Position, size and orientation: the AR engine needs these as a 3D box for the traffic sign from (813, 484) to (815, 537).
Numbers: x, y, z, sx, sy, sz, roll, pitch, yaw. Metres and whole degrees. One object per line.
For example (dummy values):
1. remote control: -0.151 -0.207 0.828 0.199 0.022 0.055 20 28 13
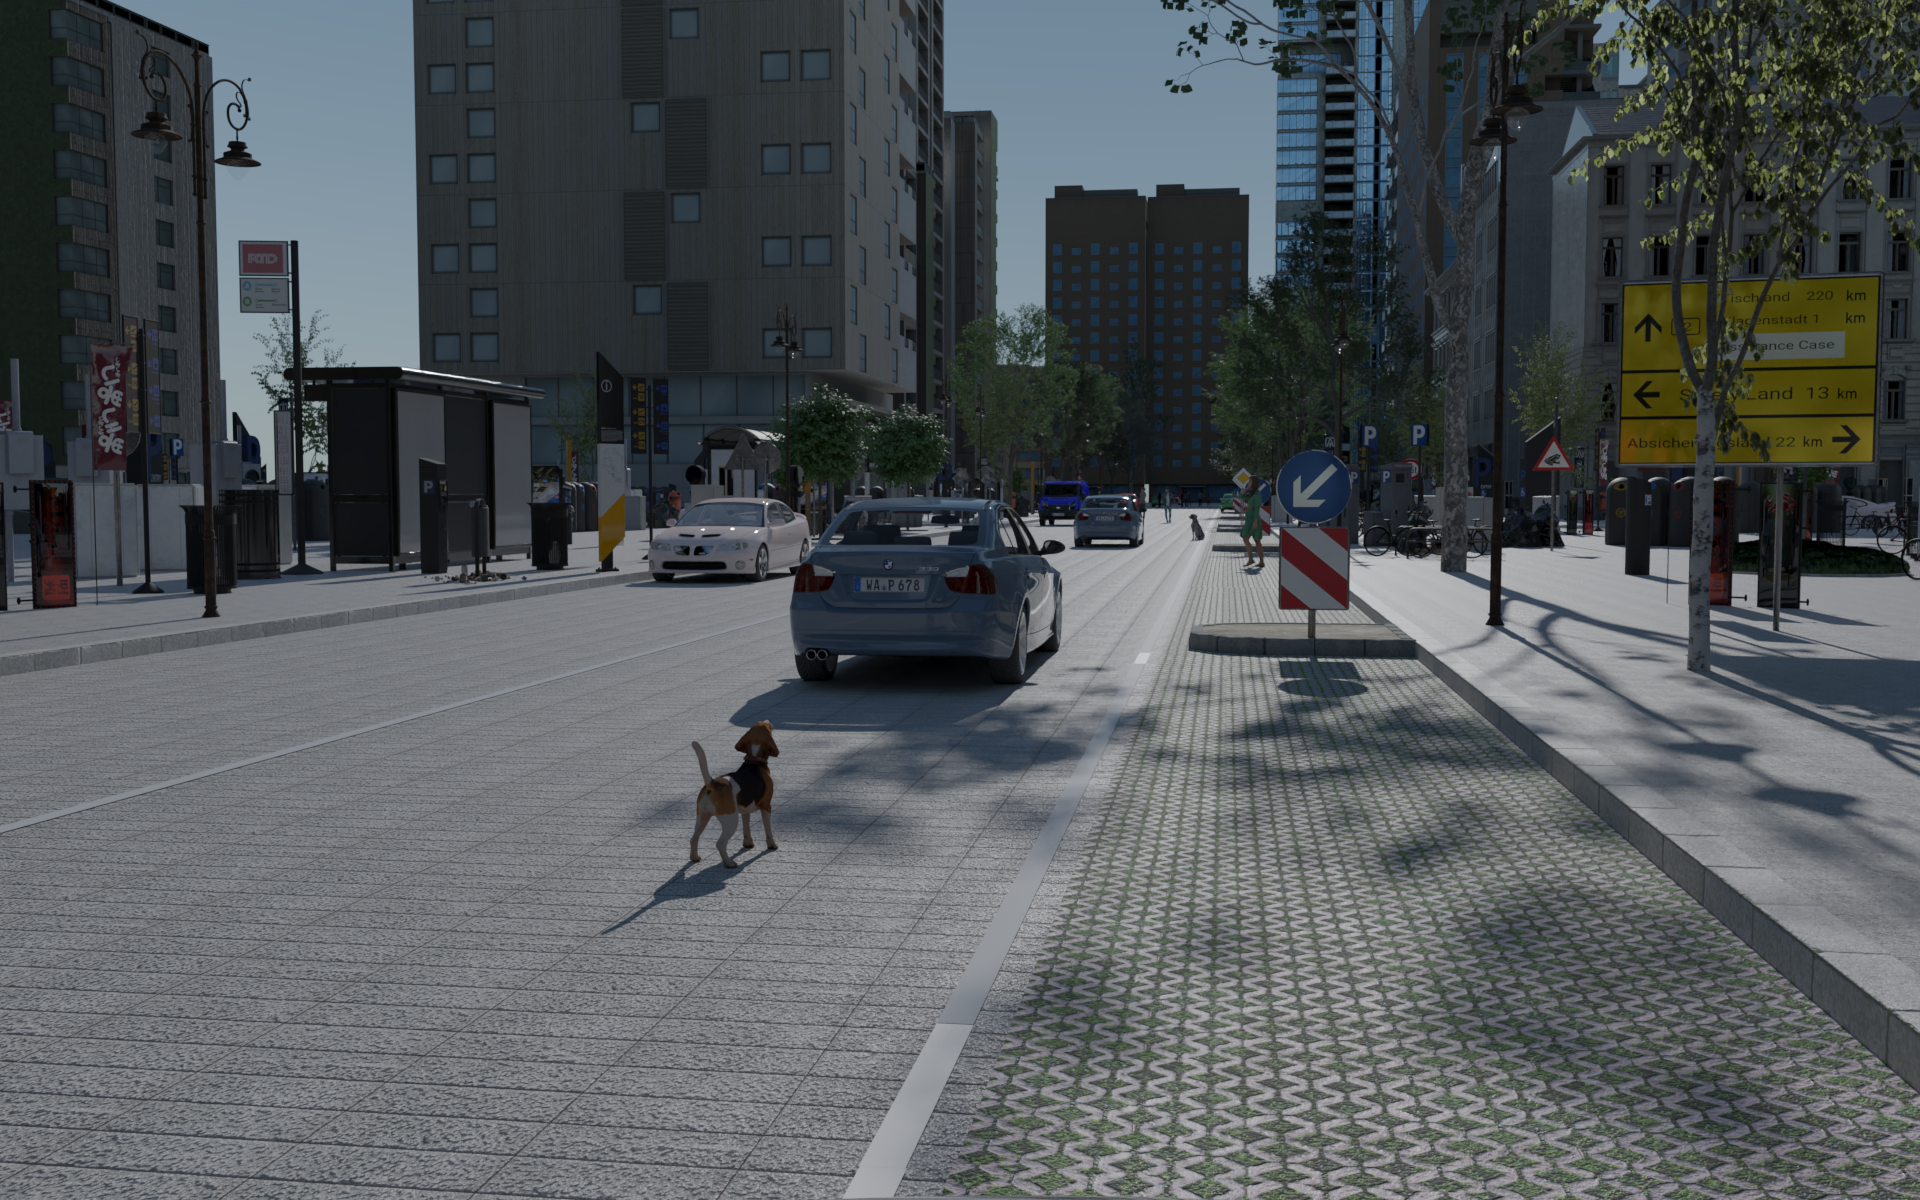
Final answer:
1. traffic sign: -4.339 -3.147 51.462 0.884 2.594 0.081 1 4 16

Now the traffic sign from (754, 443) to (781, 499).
1. traffic sign: -4.821 -2.627 43.055 0.768 2.556 0.104 1 4 18

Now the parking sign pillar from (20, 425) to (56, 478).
1. parking sign pillar: -34.234 -4.627 64.126 1.447 3.967 1.447 3 5 45

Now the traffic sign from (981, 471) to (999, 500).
1. traffic sign: 1.302 -4.366 75.033 0.795 2.450 0.064 1 4 9

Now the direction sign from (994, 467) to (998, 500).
1. direction sign: 2.970 -9.261 143.411 0.379 3.537 0.876 -1 4 -15

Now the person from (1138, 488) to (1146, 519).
1. person: 10.401 -5.522 98.969 0.473 1.802 0.592 3 5 42

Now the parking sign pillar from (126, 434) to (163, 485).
1. parking sign pillar: -19.829 -3.281 42.122 1.447 3.967 1.447 0 4 -6

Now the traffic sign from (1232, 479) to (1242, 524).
1. traffic sign: 11.919 -4.266 73.388 0.795 2.450 0.064 1 4 9

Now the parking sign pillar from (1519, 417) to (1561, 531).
1. parking sign pillar: 20.266 -4.407 60.528 1.447 3.967 1.447 -1 4 -12

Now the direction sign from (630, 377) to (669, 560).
1. direction sign: -6.060 -2.563 33.902 0.379 3.537 0.876 3 5 45

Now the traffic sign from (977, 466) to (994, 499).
1. traffic sign: 1.152 -4.757 77.889 0.768 2.556 0.104 1 4 10

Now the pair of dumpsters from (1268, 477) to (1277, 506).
1. pair of dumpsters: 19.095 -6.180 103.540 1.574 2.255 4.437 1 4 9

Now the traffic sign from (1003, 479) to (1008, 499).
1. traffic sign: 3.143 -7.255 119.806 0.795 2.450 0.064 1 4 18

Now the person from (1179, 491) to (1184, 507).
1. person: 24.344 -11.077 190.437 0.721 1.723 1.217 -1 4 -17

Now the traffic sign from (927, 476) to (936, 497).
1. traffic sign: -1.543 -5.140 84.138 0.768 2.556 0.104 1 4 13

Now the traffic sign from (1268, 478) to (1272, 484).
1. traffic sign: 24.061 -8.195 133.995 0.884 2.594 0.081 1 4 12

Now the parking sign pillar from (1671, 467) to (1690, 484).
1. parking sign pillar: 47.663 -7.808 116.129 1.447 3.967 1.447 -2 4 -30

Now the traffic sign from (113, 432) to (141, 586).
1. traffic sign: -11.725 -1.467 24.093 0.768 2.556 0.104 1 4 14

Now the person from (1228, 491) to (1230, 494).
1. person: 30.674 -11.560 197.520 1.348 1.823 0.705 2 4 28

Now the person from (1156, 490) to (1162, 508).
1. person: 20.701 -10.487 179.992 0.705 1.821 1.348 -1 4 -16

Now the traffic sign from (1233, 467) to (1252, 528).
1. traffic sign: 10.706 -3.783 65.495 0.795 2.450 0.064 1 4 9

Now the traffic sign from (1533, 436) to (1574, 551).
1. traffic sign: 13.293 -2.375 38.841 0.884 2.594 0.081 1 4 14

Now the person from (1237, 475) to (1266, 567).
1. person: 5.725 -1.526 33.692 0.529 1.795 0.600 -1 4 -15

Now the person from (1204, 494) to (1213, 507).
1. person: 27.757 -11.111 193.429 1.065 1.426 0.557 0 4 -4

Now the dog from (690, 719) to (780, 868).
1. dog: -0.893 0.761 6.851 0.406 0.507 0.540 -1 4 -17

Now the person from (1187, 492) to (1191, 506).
1. person: 26.721 -11.804 202.418 0.530 1.710 0.541 -1 4 -14

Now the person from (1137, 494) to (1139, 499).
1. person: 15.614 -8.573 151.920 0.557 1.426 1.065 -1 4 -9

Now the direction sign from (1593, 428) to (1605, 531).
1. direction sign: 21.952 -4.128 59.492 0.379 3.537 0.876 0 4 0

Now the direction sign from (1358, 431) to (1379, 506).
1. direction sign: 14.638 -4.291 62.163 0.876 3.537 0.379 -2 4 -23

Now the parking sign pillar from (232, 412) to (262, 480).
1. parking sign pillar: -23.613 -4.217 57.419 1.447 3.967 1.447 0 4 -1

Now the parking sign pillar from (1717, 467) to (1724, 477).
1. parking sign pillar: 60.983 -9.232 139.423 1.447 3.967 1.447 -2 4 -34

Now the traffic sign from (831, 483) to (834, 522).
1. traffic sign: -3.864 -3.201 52.436 0.768 2.556 0.104 1 4 12

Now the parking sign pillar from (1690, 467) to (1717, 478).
1. parking sign pillar: 54.560 -8.514 127.676 1.447 3.967 1.447 0 4 1

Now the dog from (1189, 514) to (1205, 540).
1. dog: 7.353 -2.260 53.792 0.513 0.831 0.800 1 4 8

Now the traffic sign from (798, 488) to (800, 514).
1. traffic sign: -4.826 -3.169 51.916 0.768 2.556 0.104 1 4 10

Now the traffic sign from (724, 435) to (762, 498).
1. traffic sign: -4.741 -2.313 37.816 0.884 2.594 0.081 1 4 13

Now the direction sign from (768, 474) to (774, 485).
1. direction sign: -9.538 -5.859 87.793 0.876 3.537 0.379 -2 4 -29

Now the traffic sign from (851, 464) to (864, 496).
1. traffic sign: -4.133 -4.119 67.444 0.768 2.556 0.104 1 4 14

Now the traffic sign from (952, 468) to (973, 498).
1. traffic sign: 0.089 -3.884 67.141 0.795 2.450 0.064 1 4 9

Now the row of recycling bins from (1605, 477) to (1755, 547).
1. row of recycling bins: 17.453 -2.165 42.504 1.069 1.692 3.534 -2 4 -34

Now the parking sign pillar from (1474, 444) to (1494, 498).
1. parking sign pillar: 27.950 -6.332 91.996 1.447 3.967 1.447 -2 4 -35

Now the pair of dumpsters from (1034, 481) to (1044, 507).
1. pair of dumpsters: 5.433 -7.524 125.518 1.574 2.255 4.437 1 4 9

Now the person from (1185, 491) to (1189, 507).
1. person: 25.565 -11.379 195.269 0.721 1.735 1.217 2 4 27

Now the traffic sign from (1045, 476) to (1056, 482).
1. traffic sign: 6.323 -7.420 121.430 0.768 2.556 0.104 1 4 10

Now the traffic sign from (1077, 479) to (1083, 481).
1. traffic sign: 9.866 -8.729 142.829 0.768 2.556 0.104 1 4 13

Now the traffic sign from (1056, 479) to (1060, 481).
1. traffic sign: 8.384 -9.069 148.376 0.768 2.556 0.104 1 4 17

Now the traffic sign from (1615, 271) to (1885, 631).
1. traffic sign: 7.358 -1.369 16.261 2.265 3.308 0.079 1 4 18

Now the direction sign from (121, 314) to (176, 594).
1. direction sign: -10.517 -1.855 22.333 0.379 3.537 0.876 0 4 2

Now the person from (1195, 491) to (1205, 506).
1. person: 27.698 -11.702 199.805 1.348 1.826 0.705 3 5 41

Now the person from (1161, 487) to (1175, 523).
1. person: 10.330 -4.729 86.173 0.623 1.781 0.721 -1 4 -14

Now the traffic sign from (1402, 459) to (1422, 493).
1. traffic sign: 16.246 -3.815 62.476 0.768 2.556 0.104 1 4 17
